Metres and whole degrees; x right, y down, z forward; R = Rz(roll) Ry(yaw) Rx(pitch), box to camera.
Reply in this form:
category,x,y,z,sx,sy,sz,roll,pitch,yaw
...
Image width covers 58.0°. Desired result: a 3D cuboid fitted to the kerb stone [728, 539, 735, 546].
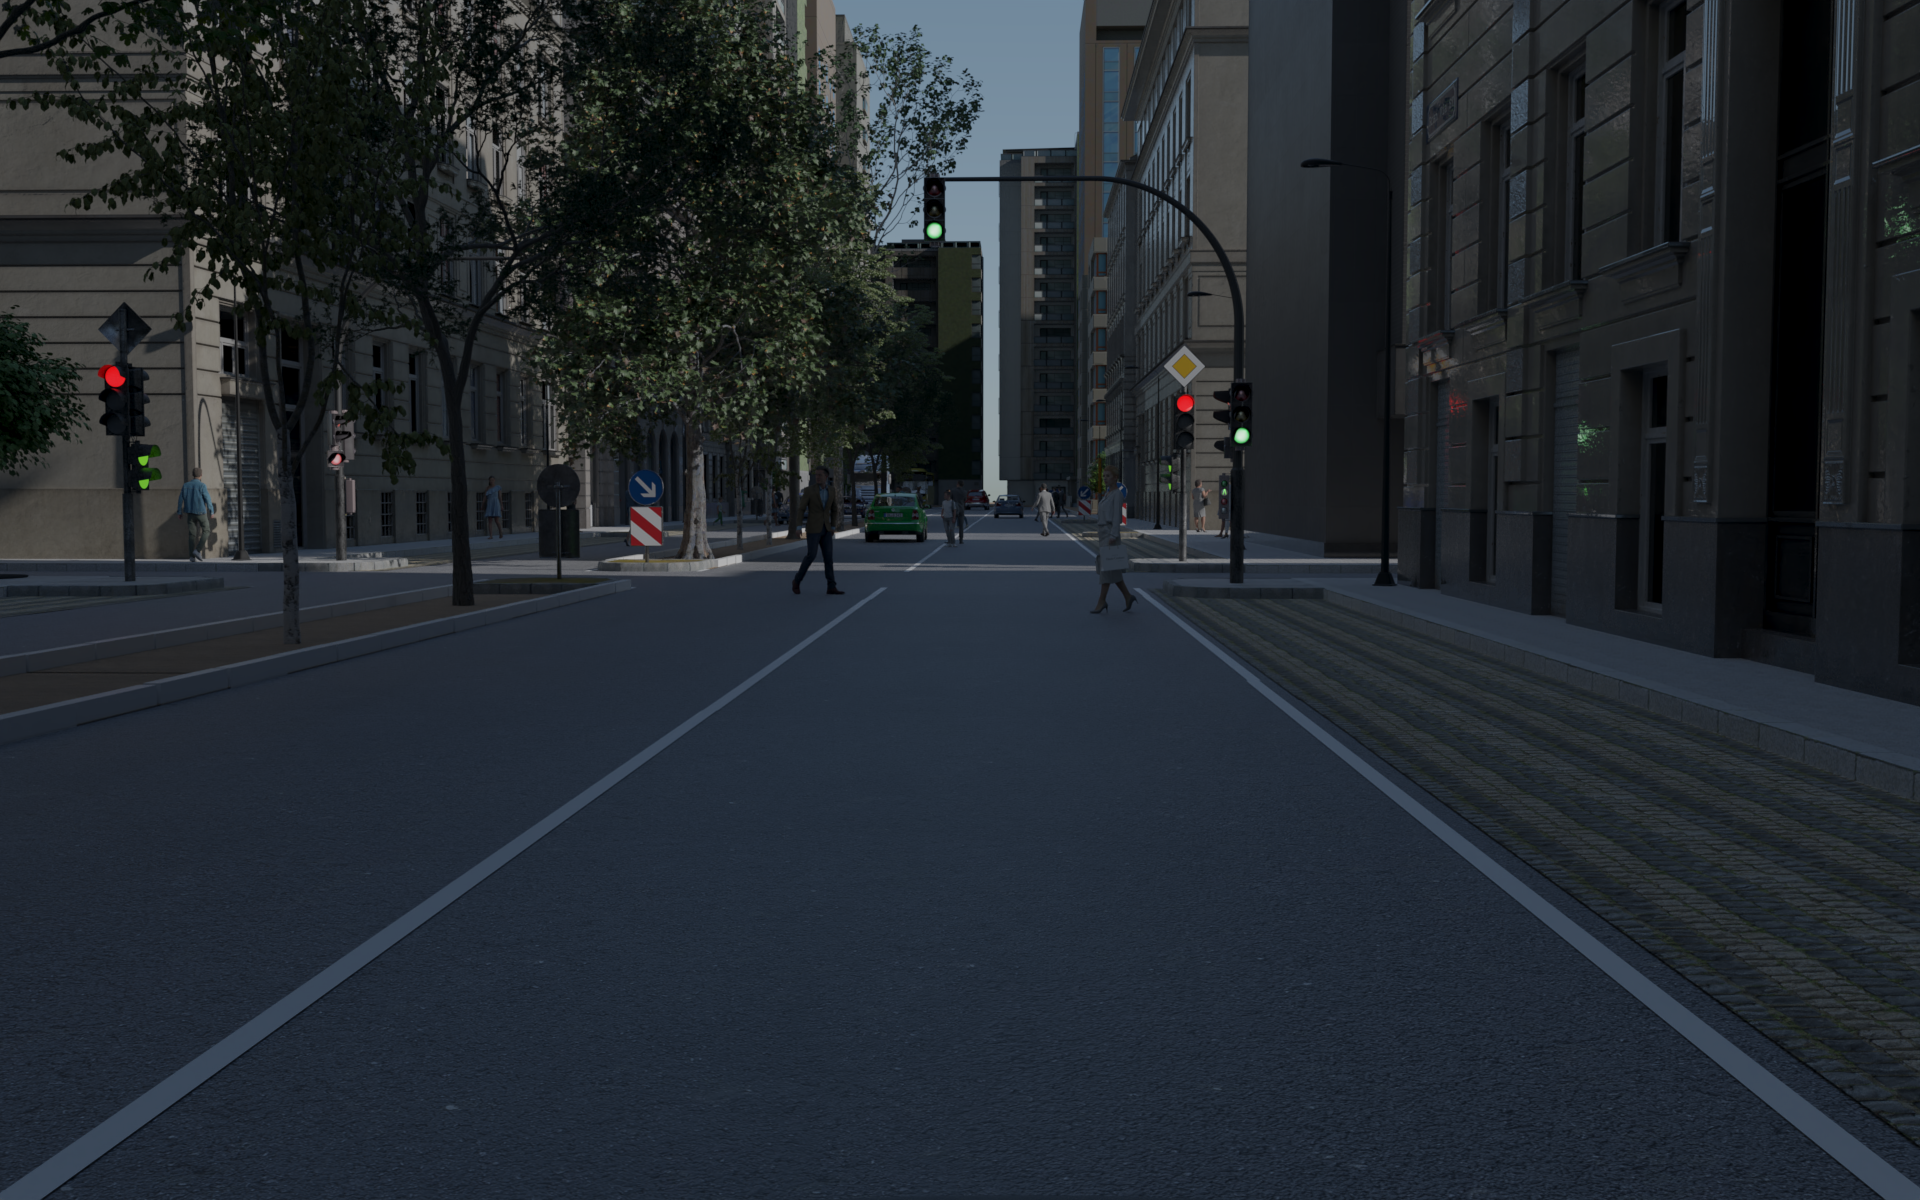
category,x,y,z,sx,sy,sz,roll,pitch,yaw
kerb stone,-6.415,-1.548,47.664,0.120,0.150,1.000,0,4,2

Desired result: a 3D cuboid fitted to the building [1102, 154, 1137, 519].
category,x,y,z,sx,sy,sz,roll,pitch,yaw
building,13.448,-15.268,98.790,9.793,20.994,18.267,0,4,2

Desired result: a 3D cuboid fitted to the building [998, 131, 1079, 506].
category,x,y,z,sx,sy,sz,roll,pitch,yaw
building,11.421,-31.496,198.548,14.086,41.232,14.154,0,4,2

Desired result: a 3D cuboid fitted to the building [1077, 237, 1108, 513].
category,x,y,z,sx,sy,sz,roll,pitch,yaw
building,23.259,-17.483,130.878,27.650,21.520,28.899,0,4,2

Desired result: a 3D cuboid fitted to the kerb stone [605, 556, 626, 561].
category,x,y,z,sx,sy,sz,roll,pitch,yaw
kerb stone,-6.857,-0.744,34.360,0.120,0.150,1.000,0,4,2

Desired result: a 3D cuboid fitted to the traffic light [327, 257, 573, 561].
category,x,y,z,sx,sy,sz,roll,pitch,yaw
traffic light,-9.842,-3.587,33.313,4.771,5.953,1.251,0,4,2

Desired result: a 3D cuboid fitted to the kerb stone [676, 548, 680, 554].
category,x,y,z,sx,sy,sz,roll,pitch,yaw
kerb stone,-6.654,-1.120,40.505,0.120,0.150,1.000,0,4,2

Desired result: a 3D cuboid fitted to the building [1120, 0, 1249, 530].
category,x,y,z,sx,sy,sz,roll,pitch,yaw
building,15.833,-14.755,74.524,16.112,22.955,30.059,0,4,2

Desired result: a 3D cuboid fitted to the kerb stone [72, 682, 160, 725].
category,x,y,z,sx,sy,sz,roll,pitch,yaw
kerb stone,-5.504,0.679,11.210,0.120,0.150,1.000,0,4,2

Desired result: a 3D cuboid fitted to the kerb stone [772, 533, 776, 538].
category,x,y,z,sx,sy,sz,roll,pitch,yaw
kerb stone,-6.159,-2.060,55.872,0.120,0.150,1.000,0,4,2

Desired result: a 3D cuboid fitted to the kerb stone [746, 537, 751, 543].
category,x,y,z,sx,sy,sz,roll,pitch,yaw
kerb stone,-6.320,-1.745,50.734,0.120,0.150,1.000,0,4,2

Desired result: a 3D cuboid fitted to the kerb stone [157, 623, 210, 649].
category,x,y,z,sx,sy,sz,roll,pitch,yaw
kerb stone,-7.429,0.354,16.412,0.120,0.150,1.000,0,4,2

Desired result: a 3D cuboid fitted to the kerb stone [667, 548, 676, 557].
category,x,y,z,sx,sy,sz,roll,pitch,yaw
kerb stone,-6.680,-1.057,39.475,0.120,0.150,1.000,0,4,2

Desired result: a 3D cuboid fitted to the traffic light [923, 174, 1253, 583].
category,x,y,z,sx,sy,sz,roll,pitch,yaw
traffic light,1.866,-3.065,24.785,4.771,5.953,1.251,0,4,2

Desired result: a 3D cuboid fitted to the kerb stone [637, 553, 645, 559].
category,x,y,z,sx,sy,sz,roll,pitch,yaw
kerb stone,-6.786,-0.869,36.406,0.120,0.150,1.000,0,4,2

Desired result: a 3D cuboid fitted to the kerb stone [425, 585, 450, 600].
category,x,y,z,sx,sy,sz,roll,pitch,yaw
kerb stone,-7.201,-0.085,23.592,0.120,0.150,1.000,0,4,2

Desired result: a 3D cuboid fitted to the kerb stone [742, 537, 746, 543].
category,x,y,z,sx,sy,sz,roll,pitch,yaw
kerb stone,-6.350,-1.683,49.712,0.120,0.150,1.000,0,4,2

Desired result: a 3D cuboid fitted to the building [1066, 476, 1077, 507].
category,x,y,z,sx,sy,sz,roll,pitch,yaw
building,26.881,-29.311,171.109,32.217,40.220,23.993,0,4,2

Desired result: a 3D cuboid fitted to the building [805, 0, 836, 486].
category,x,y,z,sx,sy,sz,roll,pitch,yaw
building,-17.926,-30.238,144.510,14.600,45.320,14.200,0,4,2

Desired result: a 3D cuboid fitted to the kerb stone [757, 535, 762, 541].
category,x,y,z,sx,sy,sz,roll,pitch,yaw
kerb stone,-6.254,-1.871,52.782,0.120,0.150,1.000,0,4,2

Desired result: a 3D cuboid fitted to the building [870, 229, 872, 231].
category,x,y,z,sx,sy,sz,roll,pitch,yaw
building,-23.046,-31.553,207.771,23.993,40.220,32.217,0,4,2

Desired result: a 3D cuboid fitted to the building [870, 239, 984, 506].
category,x,y,z,sx,sy,sz,roll,pitch,yaw
building,-4.273,-26.146,199.191,14.107,30.474,14.160,0,4,2

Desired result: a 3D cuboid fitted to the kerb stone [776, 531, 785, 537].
category,x,y,z,sx,sy,sz,roll,pitch,yaw
kerb stone,-6.079,-2.185,57.920,0.120,0.150,1.000,0,4,2

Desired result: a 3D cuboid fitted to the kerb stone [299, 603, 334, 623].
category,x,y,z,sx,sy,sz,roll,pitch,yaw
kerb stone,-7.331,0.166,19.489,0.120,0.150,1.000,0,4,2

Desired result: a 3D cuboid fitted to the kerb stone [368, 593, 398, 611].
category,x,y,z,sx,sy,sz,roll,pitch,yaw
kerb stone,-7.261,0.041,21.532,0.120,0.150,1.000,0,4,2

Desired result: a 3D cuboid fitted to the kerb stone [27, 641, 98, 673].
category,x,y,z,sx,sy,sz,roll,pitch,yaw
kerb stone,-7.493,0.481,14.356,0.120,0.150,1.000,0,4,2

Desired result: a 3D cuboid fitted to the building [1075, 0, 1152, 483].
category,x,y,z,sx,sy,sz,roll,pitch,yaw
building,17.573,-30.708,152.183,14.600,45.320,14.200,0,4,2

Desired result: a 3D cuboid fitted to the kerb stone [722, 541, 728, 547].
category,x,y,z,sx,sy,sz,roll,pitch,yaw
kerb stone,-6.459,-1.491,46.640,0.120,0.150,1.000,0,4,2

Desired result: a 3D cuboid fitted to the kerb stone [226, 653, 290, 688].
category,x,y,z,sx,sy,sz,roll,pitch,yaw
kerb stone,-5.424,0.545,13.277,0.120,0.150,1.000,0,4,2

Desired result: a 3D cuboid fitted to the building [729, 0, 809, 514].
category,x,y,z,sx,sy,sz,roll,pitch,yaw
building,-17.964,-26.406,115.341,14.154,41.232,14.086,0,4,2

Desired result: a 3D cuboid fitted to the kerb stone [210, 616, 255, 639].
category,x,y,z,sx,sy,sz,roll,pitch,yaw
kerb stone,-7.399,0.291,17.434,0.120,0.150,1.000,0,4,2

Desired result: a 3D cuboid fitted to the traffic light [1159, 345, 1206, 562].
category,x,y,z,sx,sy,sz,roll,pitch,yaw
traffic light,4.218,-2.686,32.840,0.839,4.253,0.868,0,4,2

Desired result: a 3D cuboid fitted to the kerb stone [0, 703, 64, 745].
category,x,y,z,sx,sy,sz,roll,pitch,yaw
kerb stone,-5.524,0.738,10.183,0.120,0.150,1.000,0,4,2

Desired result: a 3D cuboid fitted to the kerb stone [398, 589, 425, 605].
category,x,y,z,sx,sy,sz,roll,pitch,yaw
kerb stone,-7.234,-0.022,22.559,0.120,0.150,1.000,0,4,2

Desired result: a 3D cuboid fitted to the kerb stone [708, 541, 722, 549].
category,x,y,z,sx,sy,sz,roll,pitch,yaw
kerb stone,-6.488,-1.428,45.618,0.120,0.150,1.000,0,4,2

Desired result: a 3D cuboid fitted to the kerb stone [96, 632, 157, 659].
category,x,y,z,sx,sy,sz,roll,pitch,yaw
kerb stone,-7.467,0.416,15.388,0.120,0.150,1.000,0,4,2

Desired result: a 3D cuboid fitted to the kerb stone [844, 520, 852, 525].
category,x,y,z,sx,sy,sz,roll,pitch,yaw
kerb stone,-5.292,-3.691,82.536,0.120,0.150,1.000,0,4,2

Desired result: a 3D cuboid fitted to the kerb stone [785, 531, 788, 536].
category,x,y,z,sx,sy,sz,roll,pitch,yaw
kerb stone,-6.055,-2.247,58.946,0.120,0.150,1.000,0,4,2

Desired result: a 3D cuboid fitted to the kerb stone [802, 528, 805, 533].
category,x,y,z,sx,sy,sz,roll,pitch,yaw
kerb stone,-5.831,-2.687,66.123,0.120,0.150,1.000,0,4,2

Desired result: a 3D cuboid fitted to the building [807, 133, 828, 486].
category,x,y,z,sx,sy,sz,roll,pitch,yaw
building,-17.776,-21.937,130.363,14.160,30.474,14.107,0,4,2

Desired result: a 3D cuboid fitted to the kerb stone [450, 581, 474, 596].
category,x,y,z,sx,sy,sz,roll,pitch,yaw
kerb stone,-7.164,-0.147,24.613,0.120,0.150,1.000,0,4,2

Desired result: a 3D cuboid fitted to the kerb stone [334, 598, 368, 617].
category,x,y,z,sx,sy,sz,roll,pitch,yaw
kerb stone,-7.294,0.103,20.510,0.120,0.150,1.000,0,4,2

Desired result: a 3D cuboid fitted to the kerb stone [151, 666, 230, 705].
category,x,y,z,sx,sy,sz,roll,pitch,yaw
kerb stone,-5.464,0.609,12.246,0.120,0.150,1.000,0,4,2

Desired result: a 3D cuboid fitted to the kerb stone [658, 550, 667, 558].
category,x,y,z,sx,sy,sz,roll,pitch,yaw
kerb stone,-6.716,-0.991,38.452,0.120,0.150,1.000,0,4,2

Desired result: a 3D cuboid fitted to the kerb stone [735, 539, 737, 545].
category,x,y,z,sx,sy,sz,roll,pitch,yaw
kerb stone,-6.387,-1.620,48.686,0.120,0.150,1.000,0,4,2

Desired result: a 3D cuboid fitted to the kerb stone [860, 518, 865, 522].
category,x,y,z,sx,sy,sz,roll,pitch,yaw
kerb stone,-5.059,-4.130,89.725,0.120,0.150,1.000,0,4,2

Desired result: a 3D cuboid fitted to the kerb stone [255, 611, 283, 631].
category,x,y,z,sx,sy,sz,roll,pitch,yaw
kerb stone,-7.369,0.228,18.463,0.120,0.150,1.000,0,4,2

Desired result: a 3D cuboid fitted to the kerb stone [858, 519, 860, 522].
category,x,y,z,sx,sy,sz,roll,pitch,yaw
kerb stone,-5.189,-3.878,85.607,0.120,0.150,1.000,0,4,2

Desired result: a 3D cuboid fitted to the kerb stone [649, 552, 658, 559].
category,x,y,z,sx,sy,sz,roll,pitch,yaw
kerb stone,-6.754,-0.932,37.428,0.120,0.150,1.000,0,4,2

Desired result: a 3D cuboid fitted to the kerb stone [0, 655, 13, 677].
category,x,y,z,sx,sy,sz,roll,pitch,yaw
kerb stone,-7.536,0.542,13.333,0.120,0.150,1.000,0,4,2

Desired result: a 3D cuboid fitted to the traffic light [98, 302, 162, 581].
category,x,y,z,sx,sy,sz,roll,pitch,yaw
traffic light,-12.194,-2.229,25.364,0.839,4.253,0.868,0,4,2

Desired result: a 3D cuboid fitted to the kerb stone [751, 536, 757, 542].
category,x,y,z,sx,sy,sz,roll,pitch,yaw
kerb stone,-6.287,-1.799,51.761,0.120,0.150,1.000,0,4,2

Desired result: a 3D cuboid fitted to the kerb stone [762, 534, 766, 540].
category,x,y,z,sx,sy,sz,roll,pitch,yaw
kerb stone,-6.224,-1.934,53.818,0.120,0.150,1.000,0,4,2

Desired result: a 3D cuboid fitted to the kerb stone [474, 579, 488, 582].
category,x,y,z,sx,sy,sz,roll,pitch,yaw
kerb stone,-7.129,-0.208,25.642,0.120,0.150,1.000,0,4,2

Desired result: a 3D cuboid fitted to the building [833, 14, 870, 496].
category,x,y,z,sx,sy,sz,roll,pitch,yaw
building,-20.373,-33.642,173.753,21.600,48.544,21.300,0,4,2

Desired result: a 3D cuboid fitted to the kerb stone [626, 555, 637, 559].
category,x,y,z,sx,sy,sz,roll,pitch,yaw
kerb stone,-6.818,-0.807,35.384,0.120,0.150,1.000,0,4,2
